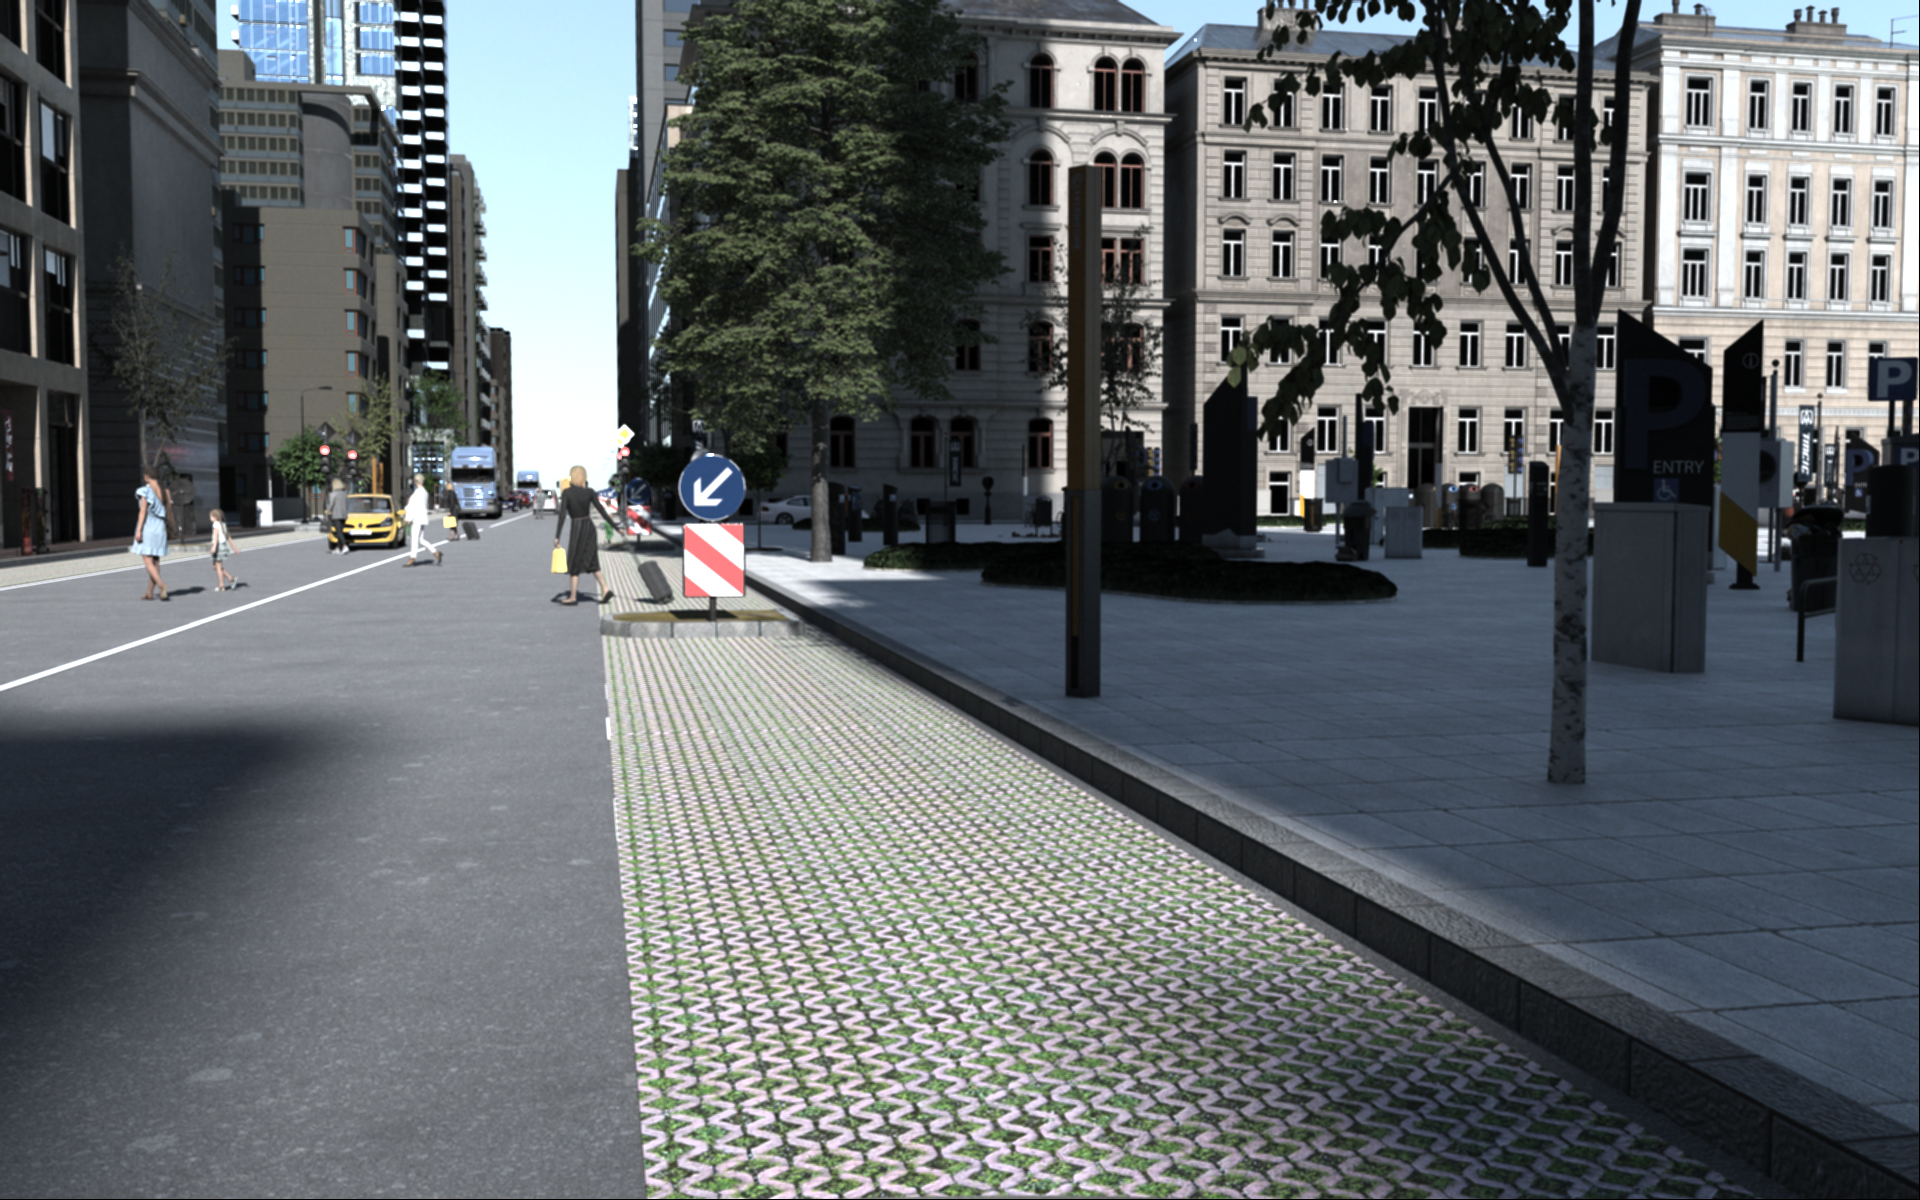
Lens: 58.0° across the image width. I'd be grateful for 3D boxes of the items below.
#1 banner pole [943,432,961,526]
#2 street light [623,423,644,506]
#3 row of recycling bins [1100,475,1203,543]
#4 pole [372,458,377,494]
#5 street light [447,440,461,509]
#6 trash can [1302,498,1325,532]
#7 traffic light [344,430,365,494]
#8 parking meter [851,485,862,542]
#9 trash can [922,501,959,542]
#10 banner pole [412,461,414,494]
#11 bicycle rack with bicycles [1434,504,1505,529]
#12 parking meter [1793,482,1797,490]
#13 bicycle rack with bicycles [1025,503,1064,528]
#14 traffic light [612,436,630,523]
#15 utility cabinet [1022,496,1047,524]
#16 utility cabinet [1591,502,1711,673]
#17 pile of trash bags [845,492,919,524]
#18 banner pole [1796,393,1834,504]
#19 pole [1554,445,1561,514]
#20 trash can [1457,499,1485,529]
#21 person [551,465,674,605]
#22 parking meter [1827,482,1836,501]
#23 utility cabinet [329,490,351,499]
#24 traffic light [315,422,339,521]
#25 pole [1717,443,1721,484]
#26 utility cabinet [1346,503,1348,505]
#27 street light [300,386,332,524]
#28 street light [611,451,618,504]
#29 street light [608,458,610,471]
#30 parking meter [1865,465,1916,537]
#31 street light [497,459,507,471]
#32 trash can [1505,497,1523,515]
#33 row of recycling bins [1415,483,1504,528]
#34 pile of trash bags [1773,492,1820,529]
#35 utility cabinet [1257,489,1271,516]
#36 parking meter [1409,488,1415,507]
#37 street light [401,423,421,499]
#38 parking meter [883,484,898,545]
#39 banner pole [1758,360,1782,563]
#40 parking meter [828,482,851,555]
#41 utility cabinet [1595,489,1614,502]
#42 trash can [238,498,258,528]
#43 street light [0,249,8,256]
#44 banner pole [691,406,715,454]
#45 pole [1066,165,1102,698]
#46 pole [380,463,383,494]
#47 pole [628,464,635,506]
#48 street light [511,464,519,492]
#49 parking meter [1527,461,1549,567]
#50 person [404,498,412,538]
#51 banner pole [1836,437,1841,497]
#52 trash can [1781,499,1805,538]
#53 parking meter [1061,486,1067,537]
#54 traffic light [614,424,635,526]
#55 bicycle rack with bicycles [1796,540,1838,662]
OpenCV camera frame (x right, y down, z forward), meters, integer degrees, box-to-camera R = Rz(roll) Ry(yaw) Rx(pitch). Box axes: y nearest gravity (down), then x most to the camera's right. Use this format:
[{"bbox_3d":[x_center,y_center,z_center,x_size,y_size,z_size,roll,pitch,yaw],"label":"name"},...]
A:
[{"bbox_3d":[-0.344,-4.856,69.413,0.863,3.779,0.401,1,4,11],"label":"banner pole"},{"bbox_3d":[-21.253,-8.588,112.947,1.470,5.913,1.316,-1,4,-12],"label":"street light"},{"bbox_3d":[4.763,-1.907,38.295,3.534,1.692,1.069,1,4,17],"label":"row of recycling bins"},{"bbox_3d":[-32.775,-6.311,97.021,0.158,3.312,0.155,0,3,0],"label":"pole"},{"bbox_3d":[-43.669,-10.827,149.561,1.470,5.913,1.316,-1,4,-12],"label":"street light"},{"bbox_3d":[11.869,-2.847,58.198,0.748,1.137,0.748,0,3,0],"label":"trash can"},{"bbox_3d":[-26.265,-5.271,75.097,0.839,4.253,0.868,-1,4,-12],"label":"traffic light"},{"bbox_3d":[-2.830,-2.338,46.631,0.372,1.533,0.369,0,3,0],"label":"parking meter"},{"bbox_3d":[-0.392,-1.430,35.028,0.748,1.137,0.748,0,3,0],"label":"trash can"},{"bbox_3d":[-41.252,-8.600,130.624,0.401,3.779,0.863,-2,4,-25],"label":"banner pole"},{"bbox_3d":[17.831,-2.927,61.239,2.852,0.926,2.925,3,5,41],"label":"bicycle rack with bicycles"},{"bbox_3d":[39.181,-4.640,81.582,0.255,1.863,0.399,0,4,-4],"label":"parking meter"},{"bbox_3d":[3.526,-3.270,66.854,2.852,0.926,2.925,2,4,28],"label":"bicycle rack with bicycles"},{"bbox_3d":[-15.157,-5.416,77.478,0.839,4.253,0.868,-1,4,-12],"label":"traffic light"},{"bbox_3d":[3.185,-3.841,73.956,1.020,1.237,0.306,0,4,4],"label":"utility cabinet"},{"bbox_3d":[5.115,-0.104,12.867,0.306,1.237,1.020,-1,4,-13],"label":"utility cabinet"},{"bbox_3d":[-3.318,-3.671,69.768,3.447,1.369,1.912,0,4,4],"label":"pile of trash bags"},{"bbox_3d":[21.112,-3.240,42.997,0.863,3.779,0.401,-1,4,-18],"label":"banner pole"},{"bbox_3d":[24.921,-4.794,72.219,0.158,3.312,0.155,0,3,0],"label":"pole"},{"bbox_3d":[13.856,-2.163,47.014,0.748,1.137,0.748,0,3,0],"label":"trash can"},{"bbox_3d":[-4.504,-0.831,22.304,1.509,1.804,0.699,0,4,3],"label":"person"},{"bbox_3d":[40.542,-4.580,80.598,0.399,1.863,0.255,-2,4,-33],"label":"parking meter"},{"bbox_3d":[-36.193,-5.657,101.163,1.173,1.500,0.318,0,4,6],"label":"utility cabinet"},{"bbox_3d":[-24.596,-4.793,67.288,0.839,4.253,0.868,-1,4,-12],"label":"traffic light"},{"bbox_3d":[30.021,-4.561,68.415,0.158,3.312,0.155,0,3,0],"label":"pole"},{"bbox_3d":[12.331,-2.556,52.952,1.020,1.237,0.306,0,4,-3],"label":"utility cabinet"},{"bbox_3d":[-27.776,-6.252,74.759,1.470,5.913,1.316,-1,4,-12],"label":"street light"},{"bbox_3d":[-29.472,-10.931,151.269,1.470,5.913,1.316,-1,4,-12],"label":"street light"},{"bbox_3d":[-37.092,-13.143,187.433,1.470,5.913,1.316,-1,4,-12],"label":"street light"},{"bbox_3d":[8.107,-0.410,15.118,0.372,1.533,0.369,0,3,0],"label":"parking meter"},{"bbox_3d":[-61.115,-15.813,231.089,1.470,5.913,1.316,-1,4,-12],"label":"street light"},{"bbox_3d":[23.377,-3.761,73.145,0.748,1.137,0.748,0,3,0],"label":"trash can"},{"bbox_3d":[19.015,-3.603,66.016,3.534,1.692,1.069,-1,4,-13],"label":"row of recycling bins"},{"bbox_3d":[30.564,-3.256,62.984,1.912,1.369,3.447,3,5,41],"label":"pile of trash bags"},{"bbox_3d":[14.328,-4.558,83.200,1.173,1.500,0.318,2,4,23],"label":"utility cabinet"},{"bbox_3d":[19.965,-4.184,76.820,0.372,1.533,0.369,0,3,0],"label":"parking meter"},{"bbox_3d":[-36.027,-8.629,113.628,1.470,5.913,1.316,-1,4,-12],"label":"street light"},{"bbox_3d":[-1.737,-2.139,43.381,0.372,1.533,0.369,0,3,0],"label":"parking meter"},{"bbox_3d":[15.021,-2.599,32.509,0.401,3.779,0.863,-3,5,-43],"label":"banner pole"},{"bbox_3d":[-2.609,-1.720,36.530,0.372,1.533,0.369,0,3,0],"label":"parking meter"},{"bbox_3d":[26.375,-3.765,70.236,1.173,1.500,0.318,3,5,45],"label":"utility cabinet"},{"bbox_3d":[-27.175,-3.332,66.129,0.748,1.137,0.748,0,3,0],"label":"trash can"},{"bbox_3d":[-18.724,-3.689,32.854,1.470,5.913,1.316,-1,4,-12],"label":"street light"},{"bbox_3d":[-7.214,-3.610,49.040,0.863,3.779,0.401,-2,4,-23],"label":"banner pole"},{"bbox_3d":[0.780,-1.043,10.900,0.158,3.312,0.155,0,3,0],"label":"pole"},{"bbox_3d":[-37.682,-7.278,112.833,0.158,3.312,0.155,0,3,0],"label":"pole"},{"bbox_3d":[-22.095,-7.529,116.949,0.158,3.312,0.155,0,3,0],"label":"pole"},{"bbox_3d":[-69.420,-18.191,269.970,1.470,5.913,1.316,-1,4,-12],"label":"street light"},{"bbox_3d":[10.226,-1.524,30.631,0.255,1.863,0.399,0,4,1],"label":"parking meter"},{"bbox_3d":[-17.836,-2.654,56.146,0.306,1.304,0.590,-2,4,-29],"label":"person"},{"bbox_3d":[38.385,-5.270,76.179,0.863,3.779,0.401,0,4,-5],"label":"banner pole"},{"bbox_3d":[24.453,-2.406,50.994,0.748,1.137,0.748,0,3,0],"label":"trash can"},{"bbox_3d":[2.595,-2.004,41.169,0.372,1.533,0.369,0,3,0],"label":"parking meter"},{"bbox_3d":[-13.488,-4.939,69.669,0.839,4.253,0.868,-1,4,-12],"label":"traffic light"},{"bbox_3d":[7.885,-0.001,13.405,2.852,0.926,2.925,3,5,41],"label":"bicycle rack with bicycles"}]
